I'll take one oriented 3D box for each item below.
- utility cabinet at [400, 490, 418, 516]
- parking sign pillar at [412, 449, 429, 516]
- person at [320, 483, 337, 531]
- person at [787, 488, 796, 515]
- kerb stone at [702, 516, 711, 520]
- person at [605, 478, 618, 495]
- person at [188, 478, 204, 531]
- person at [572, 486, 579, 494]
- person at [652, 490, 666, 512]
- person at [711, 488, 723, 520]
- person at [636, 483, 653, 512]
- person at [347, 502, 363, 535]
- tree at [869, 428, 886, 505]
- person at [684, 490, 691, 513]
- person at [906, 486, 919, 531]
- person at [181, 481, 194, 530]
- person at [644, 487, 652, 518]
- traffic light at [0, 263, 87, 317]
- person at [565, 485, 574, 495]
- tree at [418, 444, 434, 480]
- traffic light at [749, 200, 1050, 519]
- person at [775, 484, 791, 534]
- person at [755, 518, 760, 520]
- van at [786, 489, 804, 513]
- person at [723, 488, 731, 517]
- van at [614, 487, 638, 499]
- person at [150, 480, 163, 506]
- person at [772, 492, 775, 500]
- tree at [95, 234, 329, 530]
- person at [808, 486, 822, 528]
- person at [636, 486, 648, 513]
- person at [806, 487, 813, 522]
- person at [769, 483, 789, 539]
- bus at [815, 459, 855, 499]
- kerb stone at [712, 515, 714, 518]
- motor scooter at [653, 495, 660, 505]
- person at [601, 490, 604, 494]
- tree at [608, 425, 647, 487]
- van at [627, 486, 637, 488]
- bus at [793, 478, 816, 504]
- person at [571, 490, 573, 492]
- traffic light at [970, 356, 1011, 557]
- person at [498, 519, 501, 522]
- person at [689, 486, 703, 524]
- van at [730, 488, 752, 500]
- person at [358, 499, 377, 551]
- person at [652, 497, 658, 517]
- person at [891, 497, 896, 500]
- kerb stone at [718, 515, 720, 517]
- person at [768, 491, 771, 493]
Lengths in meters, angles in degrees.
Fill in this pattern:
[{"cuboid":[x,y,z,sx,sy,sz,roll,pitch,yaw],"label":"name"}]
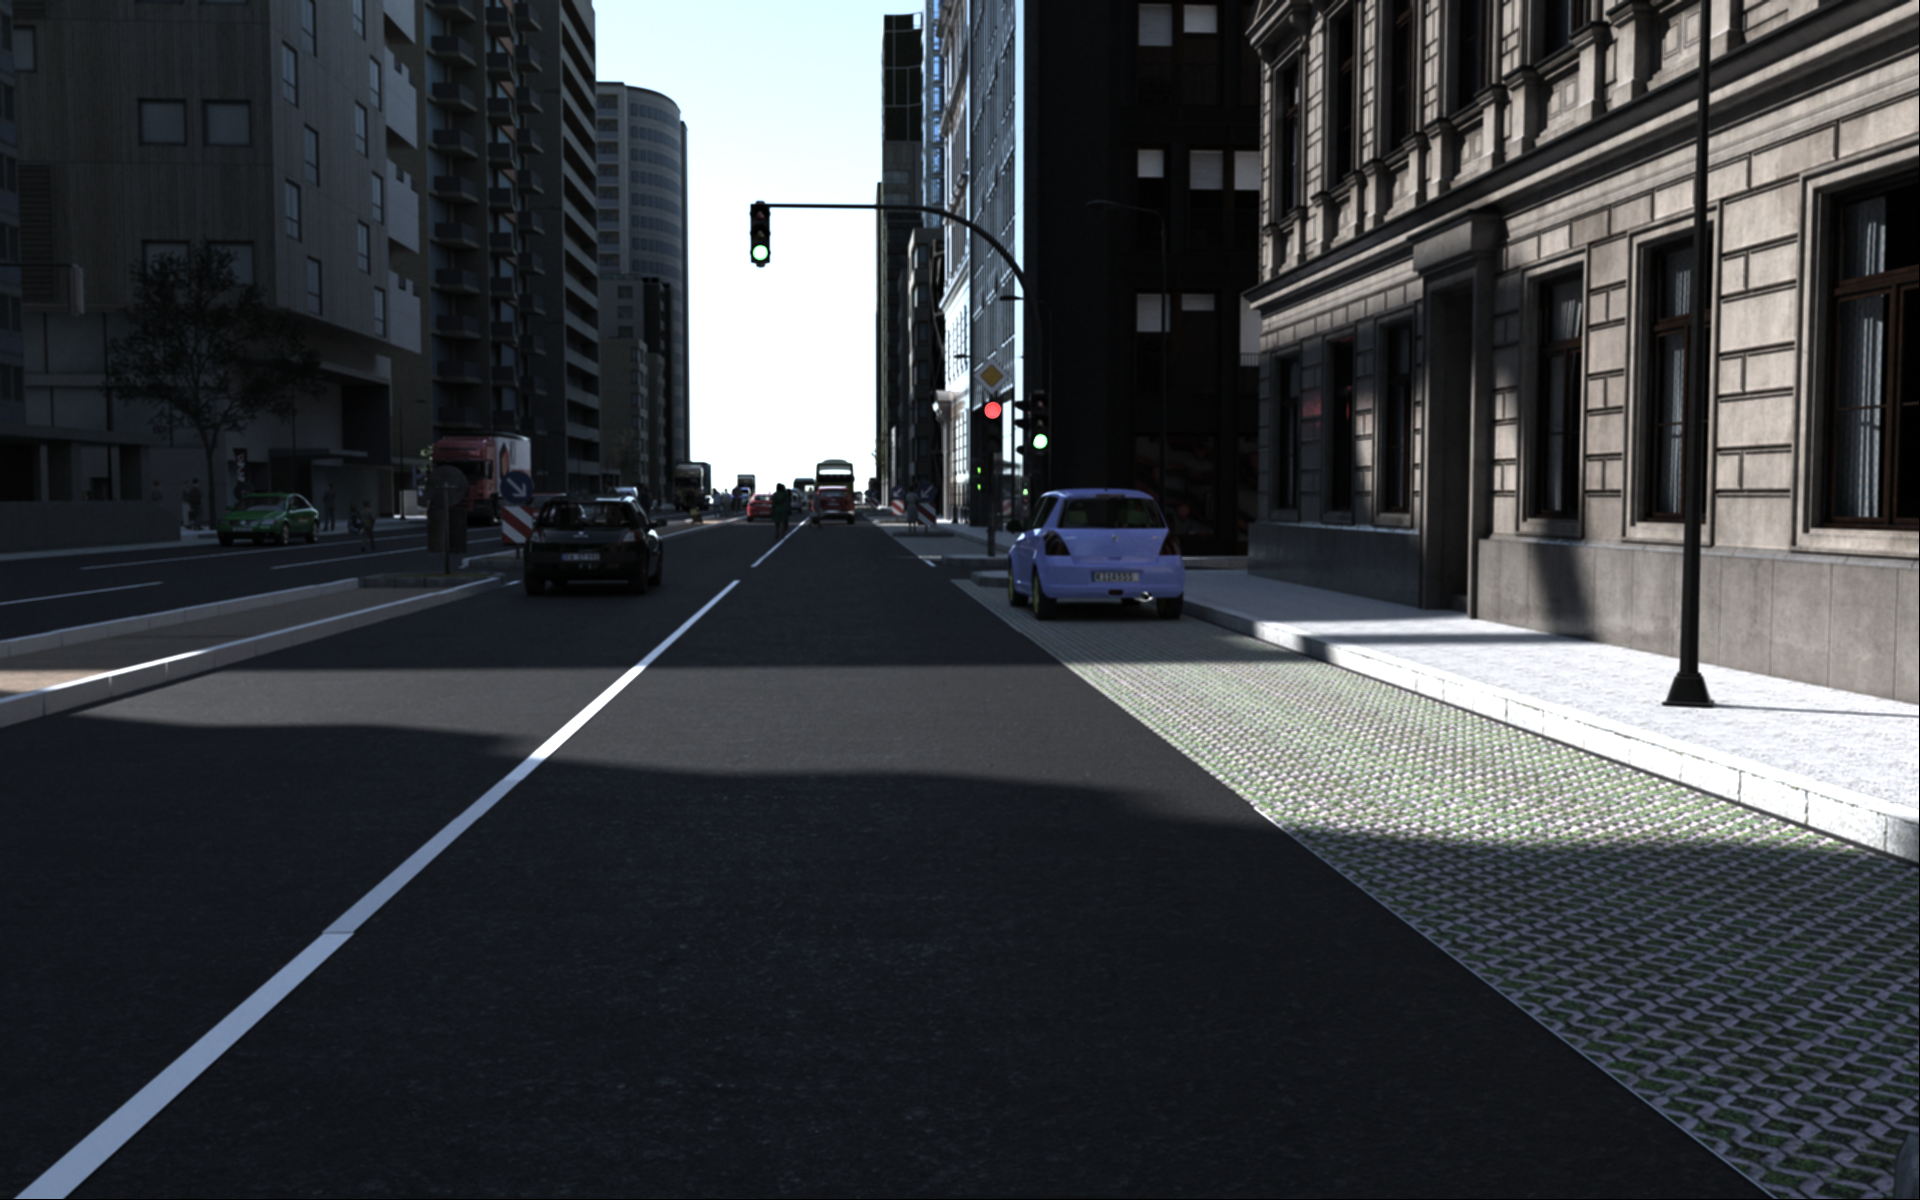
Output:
[{"cuboid":[-31.642,-5.548,99.387,0.318,1.500,1.173,1,4,19],"label":"utility cabinet"},{"cuboid":[-32.173,-7.049,103.716,1.447,3.967,1.447,2,4,29],"label":"parking sign pillar"},{"cuboid":[-24.353,-3.572,66.708,0.447,1.846,0.655,2,4,34],"label":"person"},{"cuboid":[-11.534,-6.596,116.311,1.348,1.831,0.705,-3,5,-42],"label":"person"},{"cuboid":[-14.333,-4.633,97.955,0.120,0.150,1.000,0,4,-4],"label":"kerb stone"},{"cuboid":[-9.047,-2.239,45.020,0.656,1.842,0.836,2,4,27],"label":"person"},{"cuboid":[-26.737,-3.339,60.595,0.622,1.834,0.822,1,4,11],"label":"person"},{"cuboid":[-16.622,-4.061,75.249,0.444,1.785,0.601,-1,4,-17],"label":"person"},{"cuboid":[-24.027,-7.890,138.225,1.217,1.743,0.721,1,4,16],"label":"person"},{"cuboid":[-13.477,-5.345,96.156,0.793,1.790,0.793,-2,4,-31],"label":"person"},{"cuboid":[-11.068,-3.147,59.936,0.713,1.824,0.794,2,4,28],"label":"person"},{"cuboid":[-21.261,-2.885,61.165,0.738,1.151,1.012,3,5,42],"label":"person"},{"cuboid":[-8.098,-14.930,194.461,4.737,8.622,4.395,0,3,0],"label":"tree"},{"cuboid":[-20.561,-7.413,130.529,0.721,1.723,1.217,-2,4,-30],"label":"person"},{"cuboid":[-1.800,-3.513,66.515,0.480,1.755,0.524,1,4,11],"label":"person"},{"cuboid":[-27.895,-3.427,62.617,0.362,1.759,0.519,1,4,9],"label":"person"},{"cuboid":[-13.748,-4.056,75.406,0.643,1.750,0.593,2,4,24],"label":"person"},{"cuboid":[-19.697,-3.632,34.057,4.771,5.953,1.251,0,4,-4],"label":"traffic light"},{"cuboid":[-17.411,-4.202,77.227,0.581,1.822,0.654,3,4,38],"label":"person"},{"cuboid":[-28.655,-6.917,96.804,4.285,4.588,4.351,0,3,0],"label":"tree"},{"cuboid":[-0.882,-3.215,27.239,4.771,5.953,1.251,0,4,-4],"label":"traffic light"},{"cuboid":[-6.457,-3.284,62.372,0.709,1.800,0.728,1,4,20],"label":"person"},{"cuboid":[-11.339,-5.244,96.829,0.503,1.515,0.523,0,4,7],"label":"person"},{"cuboid":[-12.953,-7.685,132.665,2.013,2.044,4.112,0,4,-6],"label":"van"},{"cuboid":[-14.367,-5.979,106.478,0.478,1.798,0.641,1,4,13],"label":"person"},{"cuboid":[-19.155,-5.587,98.358,2.013,2.044,4.112,0,4,-4],"label":"van"},{"cuboid":[-27.007,-3.154,58.156,0.362,1.759,0.519,0,4,-1],"label":"person"},{"cuboid":[-6.746,-3.426,64.701,0.537,1.800,0.526,2,4,24],"label":"person"},{"cuboid":[-26.568,-7.782,61.655,8.767,10.594,7.601,0,4,-4],"label":"tree"},{"cuboid":[-6.032,-3.879,72.277,0.624,1.780,0.694,1,4,12],"label":"person"},{"cuboid":[-13.127,-3.834,71.462,0.520,1.790,0.573,0,4,0],"label":"person"},{"cuboid":[-7.640,-4.909,89.037,0.520,1.790,0.573,-1,4,-13],"label":"person"},{"cuboid":[-5.749,-2.840,55.176,0.600,1.795,0.529,-2,4,-23],"label":"person"},{"cuboid":[-8.744,-7.930,121.207,2.896,3.916,12.252,0,4,-4],"label":"bus"},{"cuboid":[-14.468,-4.754,99.995,0.120,0.150,1.000,0,4,-4],"label":"kerb stone"},{"cuboid":[-32.278,-10.520,184.774,0.815,1.314,1.986,0,4,-3],"label":"motor scooter"},{"cuboid":[-25.687,-7.077,124.755,0.434,1.755,0.990,-2,4,-28],"label":"person"},{"cuboid":[-35.709,-14.333,184.714,4.360,8.622,3.978,0,3,0],"label":"tree"},{"cuboid":[-19.950,-5.931,103.981,2.013,2.044,4.112,0,4,-6],"label":"van"},{"cuboid":[-17.786,-12.527,199.676,2.948,3.499,13.247,0,4,-4],"label":"bus"},{"cuboid":[-26.852,-6.710,118.992,0.721,1.735,1.217,0,4,-5],"label":"person"},{"cuboid":[0.626,-2.848,35.494,0.839,4.253,0.868,0,4,-4],"label":"traffic light"},{"cuboid":[-23.912,-4.903,89.249,0.643,1.750,0.593,0,4,-4],"label":"person"},{"cuboid":[-12.705,-4.555,83.193,0.699,1.804,1.509,1,4,15],"label":"person"},{"cuboid":[-21.819,-10.274,172.371,2.240,2.365,5.245,0,4,-5],"label":"van"},{"cuboid":[-14.909,-1.883,43.552,0.475,1.303,0.640,0,4,4],"label":"person"},{"cuboid":[-19.017,-5.805,108.099,0.352,1.250,0.332,-2,4,-29],"label":"person"},{"cuboid":[-5.652,-8.537,148.848,0.697,1.427,0.421,3,5,44],"label":"person"},{"cuboid":[-14.832,-5.071,105.108,0.120,0.150,1.000,0,4,-4],"label":"kerb stone"},{"cuboid":[-18.998,-10.025,173.069,0.551,1.740,0.621,3,5,39],"label":"person"}]
